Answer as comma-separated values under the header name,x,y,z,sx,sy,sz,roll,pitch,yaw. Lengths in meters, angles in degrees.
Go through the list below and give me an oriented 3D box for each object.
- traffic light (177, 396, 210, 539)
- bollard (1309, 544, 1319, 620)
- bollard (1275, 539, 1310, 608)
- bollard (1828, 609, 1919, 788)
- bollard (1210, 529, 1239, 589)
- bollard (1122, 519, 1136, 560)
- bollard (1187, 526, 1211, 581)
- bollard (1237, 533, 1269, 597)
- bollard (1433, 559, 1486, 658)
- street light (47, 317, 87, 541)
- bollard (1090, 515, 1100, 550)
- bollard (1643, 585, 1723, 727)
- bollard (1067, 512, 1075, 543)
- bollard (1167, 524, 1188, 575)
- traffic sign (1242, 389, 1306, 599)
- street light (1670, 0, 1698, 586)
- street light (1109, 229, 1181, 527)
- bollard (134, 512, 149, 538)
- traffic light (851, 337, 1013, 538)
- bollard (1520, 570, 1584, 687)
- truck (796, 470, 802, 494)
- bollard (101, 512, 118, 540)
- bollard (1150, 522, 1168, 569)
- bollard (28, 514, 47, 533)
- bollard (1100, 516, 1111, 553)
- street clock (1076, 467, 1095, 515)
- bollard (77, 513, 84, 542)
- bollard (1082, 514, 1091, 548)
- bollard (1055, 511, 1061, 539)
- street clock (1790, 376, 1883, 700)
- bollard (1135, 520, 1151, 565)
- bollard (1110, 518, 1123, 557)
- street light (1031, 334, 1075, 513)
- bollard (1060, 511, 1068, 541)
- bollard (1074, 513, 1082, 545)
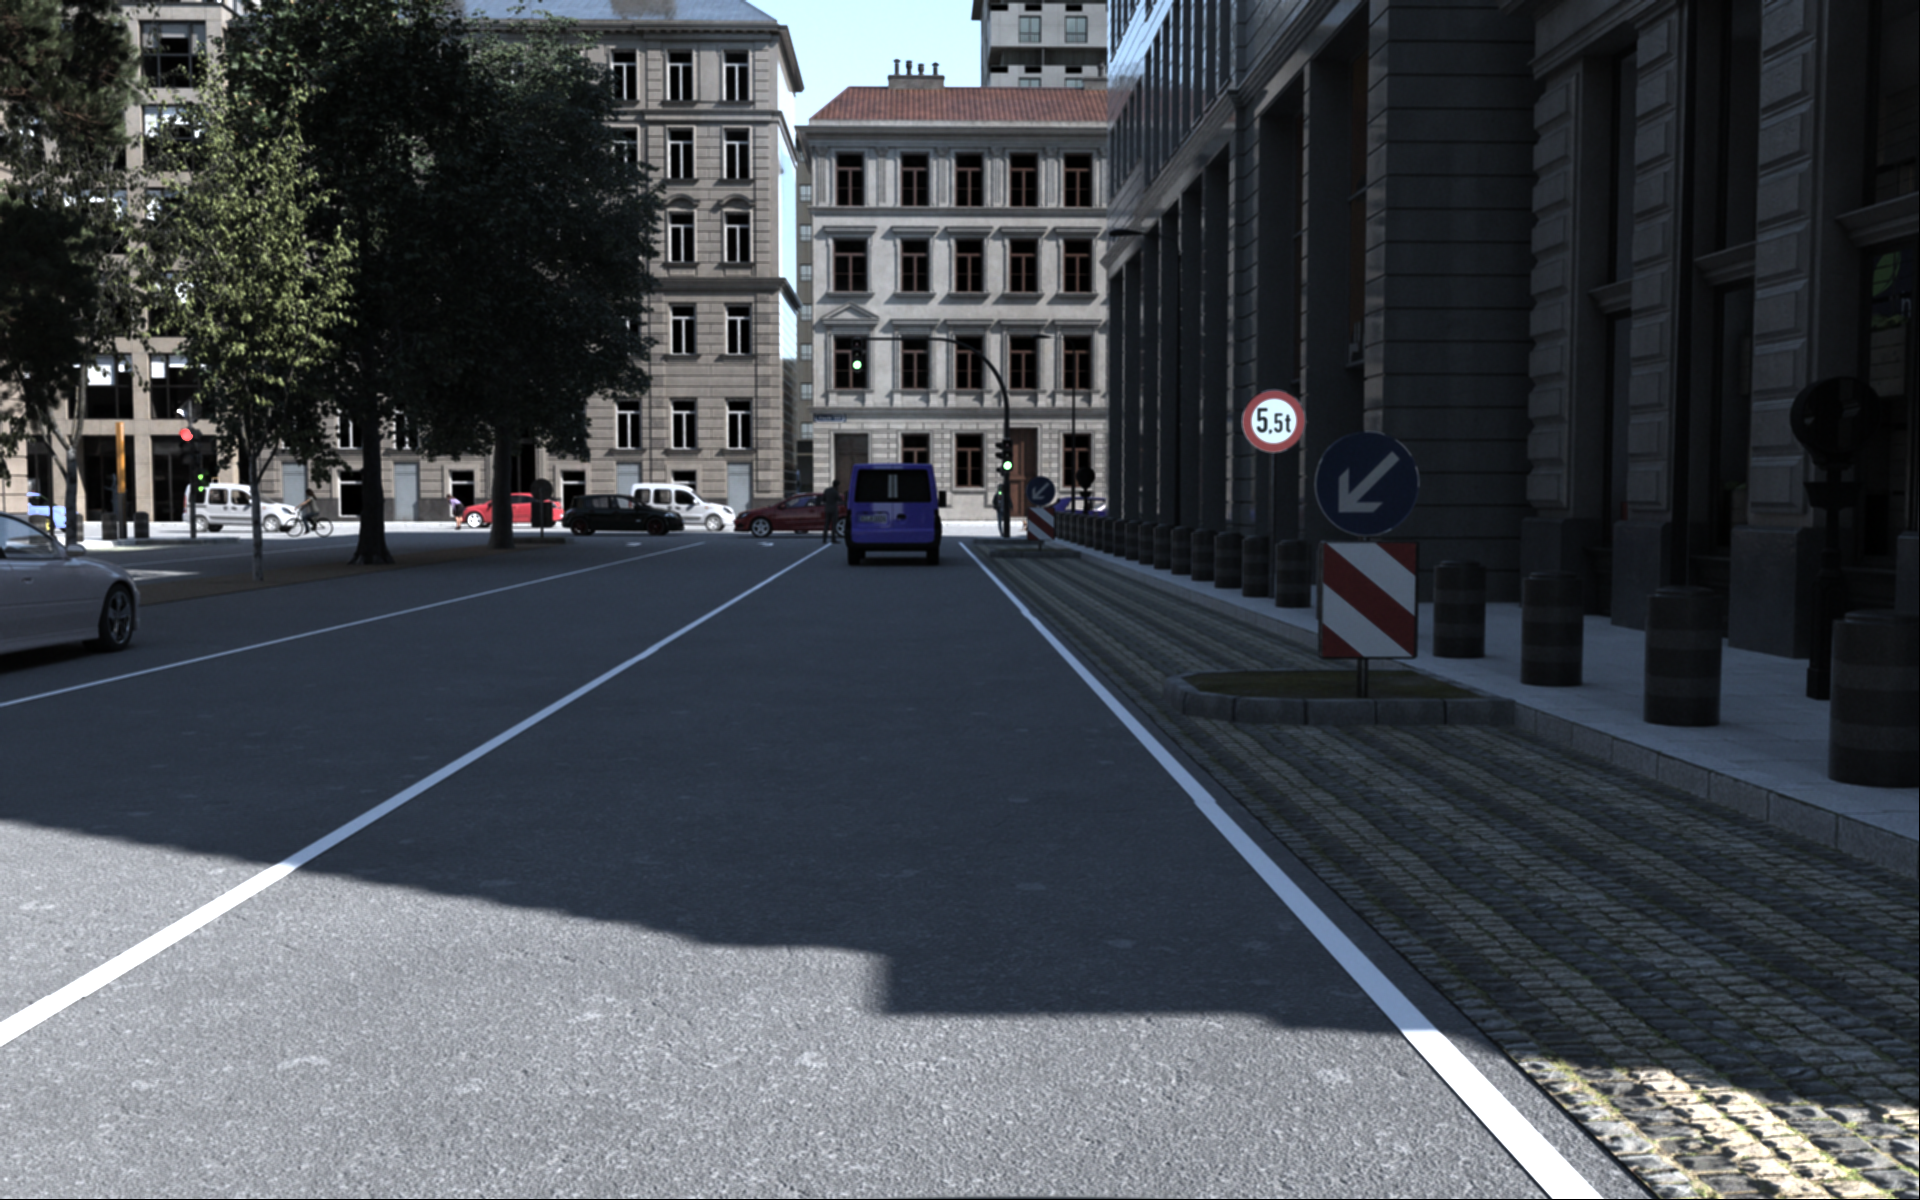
name,x,y,z,sx,sy,sz,roll,pitch,yaw
traffic light,-22.115,-3.729,49.885,0.839,4.253,0.868,0,4,-2
bollard,3.842,-0.181,17.677,0.404,0.777,0.398,0,3,0
bollard,3.788,-0.303,19.679,0.404,0.777,0.398,0,3,0
bollard,4.106,0.428,7.726,0.404,0.777,0.398,0,3,0
bollard,3.681,-0.547,23.666,0.404,0.777,0.398,0,3,0
bollard,3.415,-1.156,33.614,0.404,0.777,0.398,0,3,0
bollard,3.630,-0.669,25.652,0.404,0.777,0.398,0,3,0
bollard,3.734,-0.425,21.665,0.404,0.777,0.398,0,3,0
bollard,3.946,0.063,13.684,0.404,0.777,0.398,0,3,0
street light,-23.465,-4.470,45.628,1.470,5.913,1.316,0,4,-2
bollard,3.260,-1.521,39.588,0.404,0.777,0.398,0,3,0
bollard,4.053,0.306,9.712,0.404,0.777,0.398,0,3,0
bollard,3.098,-1.887,45.573,0.404,0.777,0.398,0,3,0
bollard,3.575,-0.790,27.638,0.404,0.777,0.398,0,3,0
traffic sign,3.831,-1.291,21.216,0.768,2.556,0.104,0,4,6
street light,3.859,-2.319,10.461,1.470,5.913,1.316,0,4,-2
street light,3.303,-3.545,30.504,1.470,5.913,1.316,0,4,-2
bollard,-23.747,-2.173,50.245,0.404,0.777,0.398,0,3,0
traffic light,-0.751,-4.627,50.326,4.771,5.953,1.251,0,4,-2
bollard,4.000,0.185,11.698,0.404,0.777,0.398,0,3,0
truck,-19.405,-12.810,199.200,2.967,4.110,18.799,0,4,-3
bollard,-23.693,-2.052,48.259,0.404,0.777,0.398,0,3,0
bollard,3.518,-0.912,29.636,0.404,0.777,0.398,0,3,0
bollard,-23.584,-1.809,44.287,0.404,0.777,0.398,0,3,0
bollard,3.306,-1.400,37.602,0.404,0.777,0.398,0,3,0
street clock,3.401,-2.592,46.954,0.471,2.002,0.358,-1,4,-17
bollard,-23.641,-1.930,46.273,0.404,0.777,0.398,0,3,0
bollard,3.206,-1.644,41.600,0.404,0.777,0.398,0,3,0
bollard,2.989,-2.131,49.558,0.404,0.777,0.398,0,3,0
street clock,5.438,-0.381,10.801,0.471,2.002,0.358,0,4,8
bollard,3.468,-1.034,31.622,0.404,0.777,0.398,0,3,0
bollard,3.360,-1.278,35.613,0.404,0.777,0.398,0,3,0
street light,2.772,-4.771,50.548,1.470,5.913,1.316,0,4,-2
bollard,3.045,-2.009,47.559,0.404,0.777,0.398,0,3,0
bollard,3.149,-1.766,43.587,0.404,0.777,0.398,0,3,0
